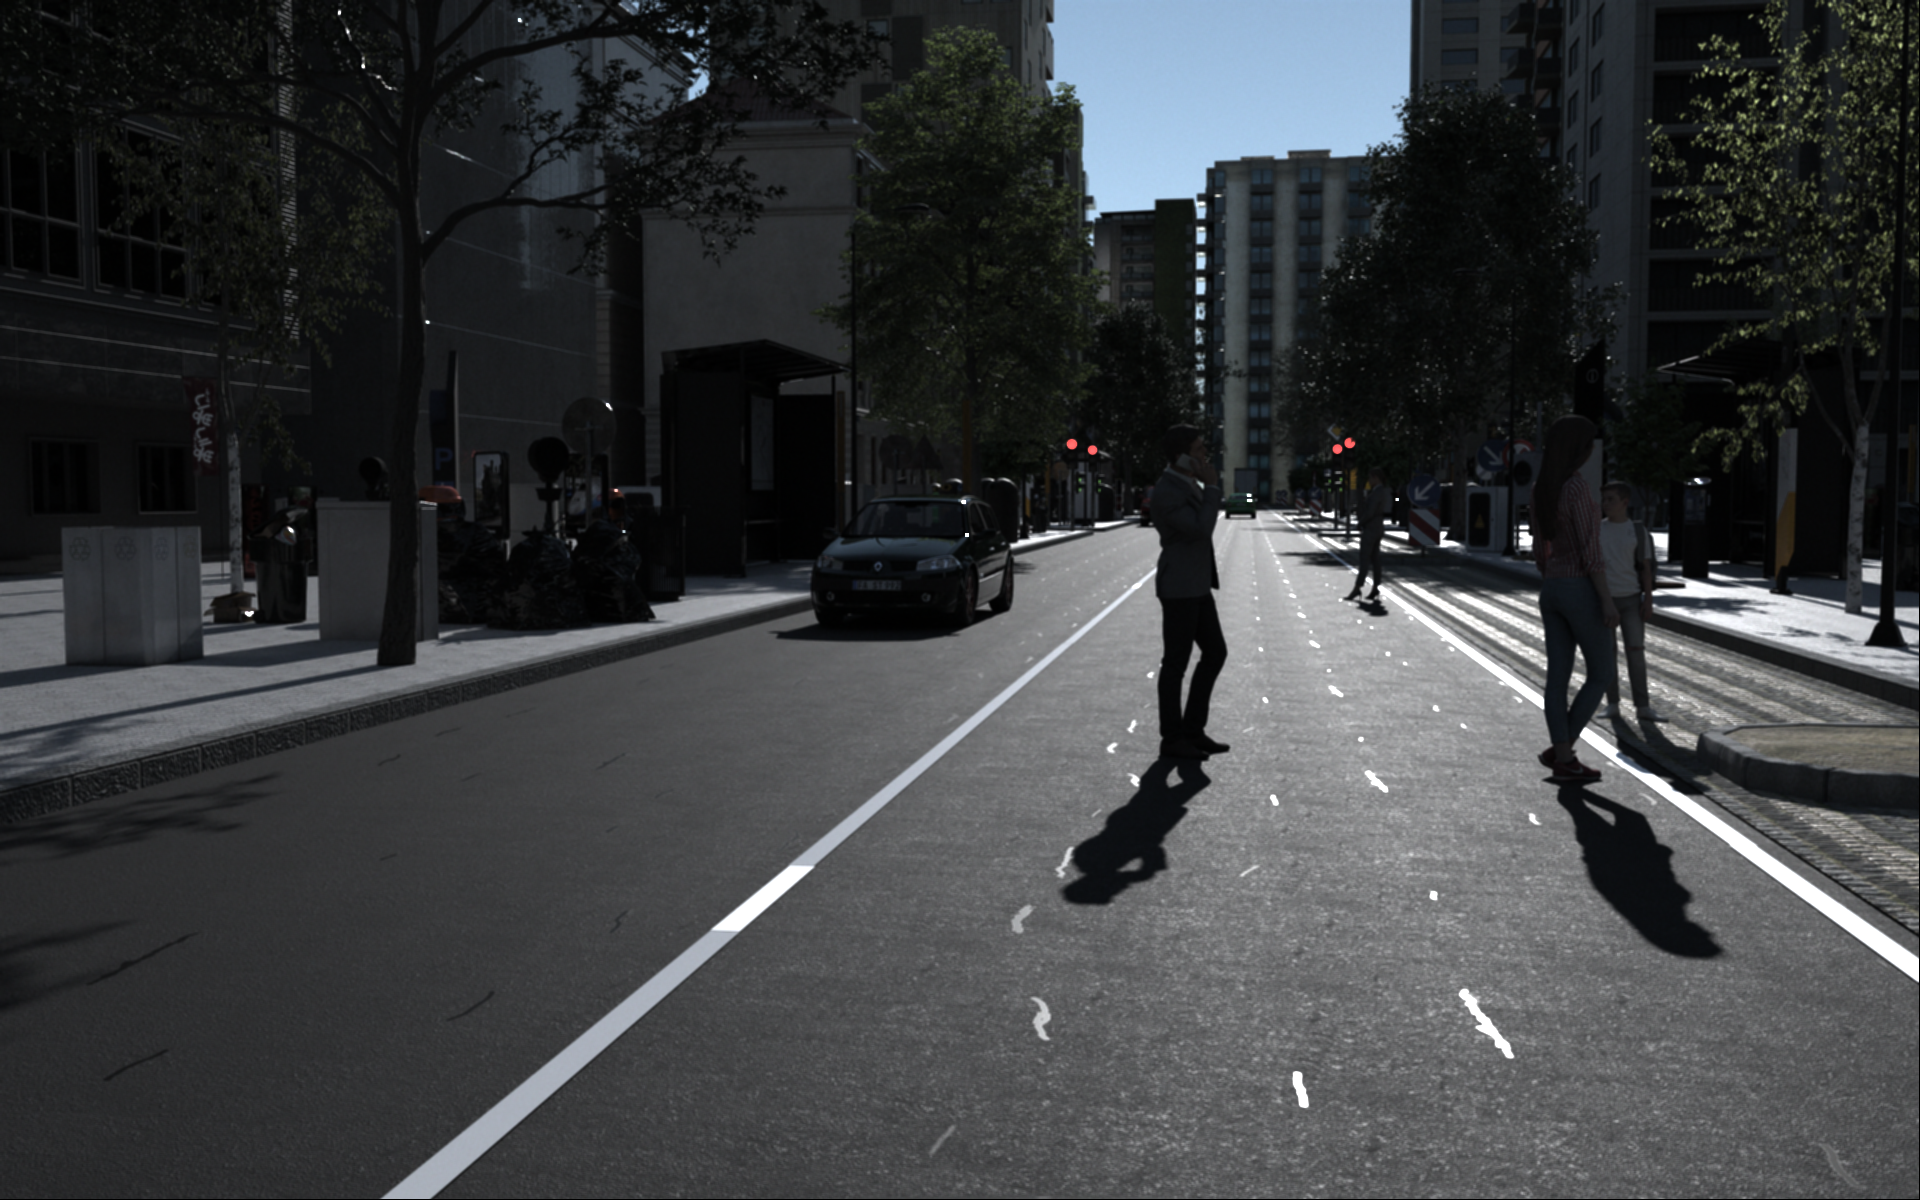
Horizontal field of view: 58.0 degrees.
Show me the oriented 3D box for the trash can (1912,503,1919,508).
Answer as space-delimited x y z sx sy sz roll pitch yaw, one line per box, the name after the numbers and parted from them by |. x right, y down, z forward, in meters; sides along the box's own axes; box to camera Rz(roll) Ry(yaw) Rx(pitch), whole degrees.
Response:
16.204 -1.050 28.828 0.748 1.137 0.748 0 3 0 | trash can

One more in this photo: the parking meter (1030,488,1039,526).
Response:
3.003 -3.748 69.684 0.372 1.533 0.369 0 3 0 | parking meter

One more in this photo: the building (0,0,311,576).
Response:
-21.103 -14.009 22.547 14.314 27.812 24.014 1 4 9 | building

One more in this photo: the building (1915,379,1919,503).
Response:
33.203 -43.577 25.160 22.319 86.520 31.000 1 4 9 | building

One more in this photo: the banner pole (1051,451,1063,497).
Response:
4.921 -6.047 88.887 0.863 3.779 0.401 2 4 34 | banner pole

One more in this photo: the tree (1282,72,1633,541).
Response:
13.703 -7.982 47.507 9.611 12.733 9.660 0 3 0 | tree

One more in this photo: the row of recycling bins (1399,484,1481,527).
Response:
18.780 -3.704 67.674 3.534 1.692 1.069 -1 4 -15 | row of recycling bins

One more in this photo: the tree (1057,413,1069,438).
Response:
9.480 -11.080 131.514 4.360 8.622 3.978 0 3 0 | tree

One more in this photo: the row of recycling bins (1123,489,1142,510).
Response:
14.614 -7.953 137.136 3.534 1.692 1.069 1 4 22 | row of recycling bins

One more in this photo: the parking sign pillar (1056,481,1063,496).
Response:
6.888 -7.583 112.451 1.447 3.967 1.447 3 4 39 | parking sign pillar

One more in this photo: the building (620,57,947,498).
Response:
-8.345 -15.550 90.397 11.583 22.565 21.152 1 4 9 | building

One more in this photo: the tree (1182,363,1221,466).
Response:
15.872 -13.978 138.908 12.009 13.543 11.850 0 3 0 | tree

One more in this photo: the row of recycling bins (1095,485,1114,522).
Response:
6.486 -4.564 81.732 1.069 1.692 3.534 -1 4 -11 | row of recycling bins

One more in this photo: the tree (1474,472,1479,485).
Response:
35.313 -7.505 117.311 1.663 3.219 1.824 0 3 0 | tree

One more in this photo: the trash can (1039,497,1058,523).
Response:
3.705 -3.951 76.246 0.748 1.137 0.748 0 3 0 | trash can

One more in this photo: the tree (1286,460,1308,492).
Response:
27.453 -9.055 131.770 4.285 4.588 4.351 0 3 0 | tree

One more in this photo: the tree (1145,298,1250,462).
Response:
21.501 -19.018 166.836 12.611 20.169 13.585 0 3 0 | tree

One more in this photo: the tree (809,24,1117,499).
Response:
0.102 -7.638 43.012 7.486 12.596 7.792 0 3 0 | tree

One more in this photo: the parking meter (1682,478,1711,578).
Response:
11.286 -1.109 26.541 0.372 1.533 0.369 0 3 0 | parking meter

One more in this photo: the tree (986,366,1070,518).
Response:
3.514 -8.687 92.389 4.737 8.622 4.395 0 3 0 | tree

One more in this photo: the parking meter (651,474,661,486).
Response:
-8.990 -2.801 51.514 0.399 1.863 0.255 2 4 26 | parking meter

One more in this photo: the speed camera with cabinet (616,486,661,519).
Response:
-6.388 -2.631 37.357 2.038 3.252 0.660 -1 4 -13 | speed camera with cabinet

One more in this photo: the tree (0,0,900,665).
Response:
-3.910 -4.795 12.810 7.601 10.594 8.767 -1 4 -17 | tree

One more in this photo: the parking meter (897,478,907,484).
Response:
-2.111 -3.400 61.305 0.399 1.863 0.255 -2 4 -33 | parking meter

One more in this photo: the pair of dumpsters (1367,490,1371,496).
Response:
27.478 -6.756 112.957 1.574 2.255 4.437 1 4 10 | pair of dumpsters

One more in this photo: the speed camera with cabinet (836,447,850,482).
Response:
-4.812 -4.754 72.069 0.660 3.252 2.038 -1 4 -12 | speed camera with cabinet

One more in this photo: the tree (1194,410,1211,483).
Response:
23.438 -16.367 185.728 7.486 12.596 7.792 0 3 0 | tree

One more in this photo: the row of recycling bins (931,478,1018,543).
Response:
0.490 -2.434 46.916 1.069 1.692 3.534 -2 4 -28 | row of recycling bins

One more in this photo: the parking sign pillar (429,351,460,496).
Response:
-9.495 -2.661 31.976 1.447 3.967 1.447 -1 4 -13 | parking sign pillar

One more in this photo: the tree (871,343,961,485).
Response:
-1.953 -7.726 76.684 4.737 8.622 4.395 0 3 0 | tree

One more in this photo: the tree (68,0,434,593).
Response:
-8.930 -4.366 21.754 4.360 8.622 3.978 0 3 0 | tree

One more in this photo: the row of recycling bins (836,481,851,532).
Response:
-3.728 -2.869 54.014 1.069 1.692 3.534 0 4 1 | row of recycling bins

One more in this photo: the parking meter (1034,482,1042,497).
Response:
3.791 -4.939 86.463 0.255 1.863 0.399 -1 4 -14 | parking meter

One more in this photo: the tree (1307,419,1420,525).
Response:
17.523 -5.374 71.587 4.285 4.588 4.351 0 3 0 | tree

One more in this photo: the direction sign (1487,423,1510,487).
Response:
17.191 -3.875 55.360 0.876 3.537 0.379 -1 4 -22 | direction sign

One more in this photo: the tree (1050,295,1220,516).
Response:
9.657 -11.207 100.244 9.611 12.733 9.660 0 3 0 | tree

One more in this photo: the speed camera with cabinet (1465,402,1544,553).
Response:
11.938 -2.653 37.708 0.660 3.252 2.038 -2 4 -26 | speed camera with cabinet

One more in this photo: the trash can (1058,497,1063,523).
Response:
4.344 -4.074 78.265 0.748 1.137 0.748 0 3 0 | trash can

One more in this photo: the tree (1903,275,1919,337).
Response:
19.232 -4.913 30.689 4.737 8.622 4.395 0 3 0 | tree

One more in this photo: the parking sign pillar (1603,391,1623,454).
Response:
14.909 -3.173 40.344 1.447 3.967 1.447 -1 4 -9 | parking sign pillar

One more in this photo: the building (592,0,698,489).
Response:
-25.159 -18.568 89.495 20.117 28.700 13.634 1 4 9 | building

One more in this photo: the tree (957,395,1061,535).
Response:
1.517 -4.337 54.626 4.285 4.588 4.351 0 3 0 | tree

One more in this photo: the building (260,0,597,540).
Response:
-21.345 -13.921 45.630 19.932 24.808 12.078 1 4 9 | building

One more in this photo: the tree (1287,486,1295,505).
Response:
41.144 -13.345 212.785 1.663 3.219 1.824 0 3 0 | tree

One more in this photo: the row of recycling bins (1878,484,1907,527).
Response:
36.046 -3.769 68.737 3.534 1.692 1.069 2 4 32 | row of recycling bins

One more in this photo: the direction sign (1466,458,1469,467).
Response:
31.238 -7.063 107.471 0.876 3.537 0.379 -2 4 -29 | direction sign

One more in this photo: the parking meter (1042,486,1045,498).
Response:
6.073 -7.443 127.396 0.255 1.863 0.399 1 4 15 | parking meter

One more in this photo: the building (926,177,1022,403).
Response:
-2.434 -18.367 129.977 12.332 23.373 15.834 1 4 9 | building

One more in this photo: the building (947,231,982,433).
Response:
-5.845 -16.833 111.384 11.583 22.565 21.152 1 4 9 | building

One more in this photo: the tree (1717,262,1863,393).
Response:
25.542 -6.286 53.142 4.737 8.622 4.395 0 3 0 | tree

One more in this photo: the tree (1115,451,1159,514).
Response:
11.669 -7.871 112.412 4.285 4.588 4.351 0 3 0 | tree

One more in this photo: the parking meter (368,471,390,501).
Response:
-12.333 -1.900 36.782 0.399 1.863 0.255 1 4 13 | parking meter

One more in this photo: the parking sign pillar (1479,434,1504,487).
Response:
22.877 -5.266 74.572 1.447 3.967 1.447 -3 5 -41 | parking sign pillar

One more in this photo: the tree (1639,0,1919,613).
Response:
9.659 -4.177 18.654 4.360 8.622 3.978 0 3 0 | tree

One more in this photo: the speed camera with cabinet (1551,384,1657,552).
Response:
11.454 -2.226 30.727 2.038 3.252 0.660 -2 4 -27 | speed camera with cabinet

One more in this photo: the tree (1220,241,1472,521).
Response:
19.301 -10.529 82.513 12.009 13.543 11.850 0 3 0 | tree

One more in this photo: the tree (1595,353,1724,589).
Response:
9.634 -1.791 23.890 1.663 3.219 1.824 0 3 0 | tree

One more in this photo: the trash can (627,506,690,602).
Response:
-3.613 -0.561 20.819 0.748 1.137 0.748 0 3 0 | trash can

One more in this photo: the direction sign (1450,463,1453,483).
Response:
35.841 -8.152 125.288 0.379 3.537 0.876 -3 5 -42 | direction sign
